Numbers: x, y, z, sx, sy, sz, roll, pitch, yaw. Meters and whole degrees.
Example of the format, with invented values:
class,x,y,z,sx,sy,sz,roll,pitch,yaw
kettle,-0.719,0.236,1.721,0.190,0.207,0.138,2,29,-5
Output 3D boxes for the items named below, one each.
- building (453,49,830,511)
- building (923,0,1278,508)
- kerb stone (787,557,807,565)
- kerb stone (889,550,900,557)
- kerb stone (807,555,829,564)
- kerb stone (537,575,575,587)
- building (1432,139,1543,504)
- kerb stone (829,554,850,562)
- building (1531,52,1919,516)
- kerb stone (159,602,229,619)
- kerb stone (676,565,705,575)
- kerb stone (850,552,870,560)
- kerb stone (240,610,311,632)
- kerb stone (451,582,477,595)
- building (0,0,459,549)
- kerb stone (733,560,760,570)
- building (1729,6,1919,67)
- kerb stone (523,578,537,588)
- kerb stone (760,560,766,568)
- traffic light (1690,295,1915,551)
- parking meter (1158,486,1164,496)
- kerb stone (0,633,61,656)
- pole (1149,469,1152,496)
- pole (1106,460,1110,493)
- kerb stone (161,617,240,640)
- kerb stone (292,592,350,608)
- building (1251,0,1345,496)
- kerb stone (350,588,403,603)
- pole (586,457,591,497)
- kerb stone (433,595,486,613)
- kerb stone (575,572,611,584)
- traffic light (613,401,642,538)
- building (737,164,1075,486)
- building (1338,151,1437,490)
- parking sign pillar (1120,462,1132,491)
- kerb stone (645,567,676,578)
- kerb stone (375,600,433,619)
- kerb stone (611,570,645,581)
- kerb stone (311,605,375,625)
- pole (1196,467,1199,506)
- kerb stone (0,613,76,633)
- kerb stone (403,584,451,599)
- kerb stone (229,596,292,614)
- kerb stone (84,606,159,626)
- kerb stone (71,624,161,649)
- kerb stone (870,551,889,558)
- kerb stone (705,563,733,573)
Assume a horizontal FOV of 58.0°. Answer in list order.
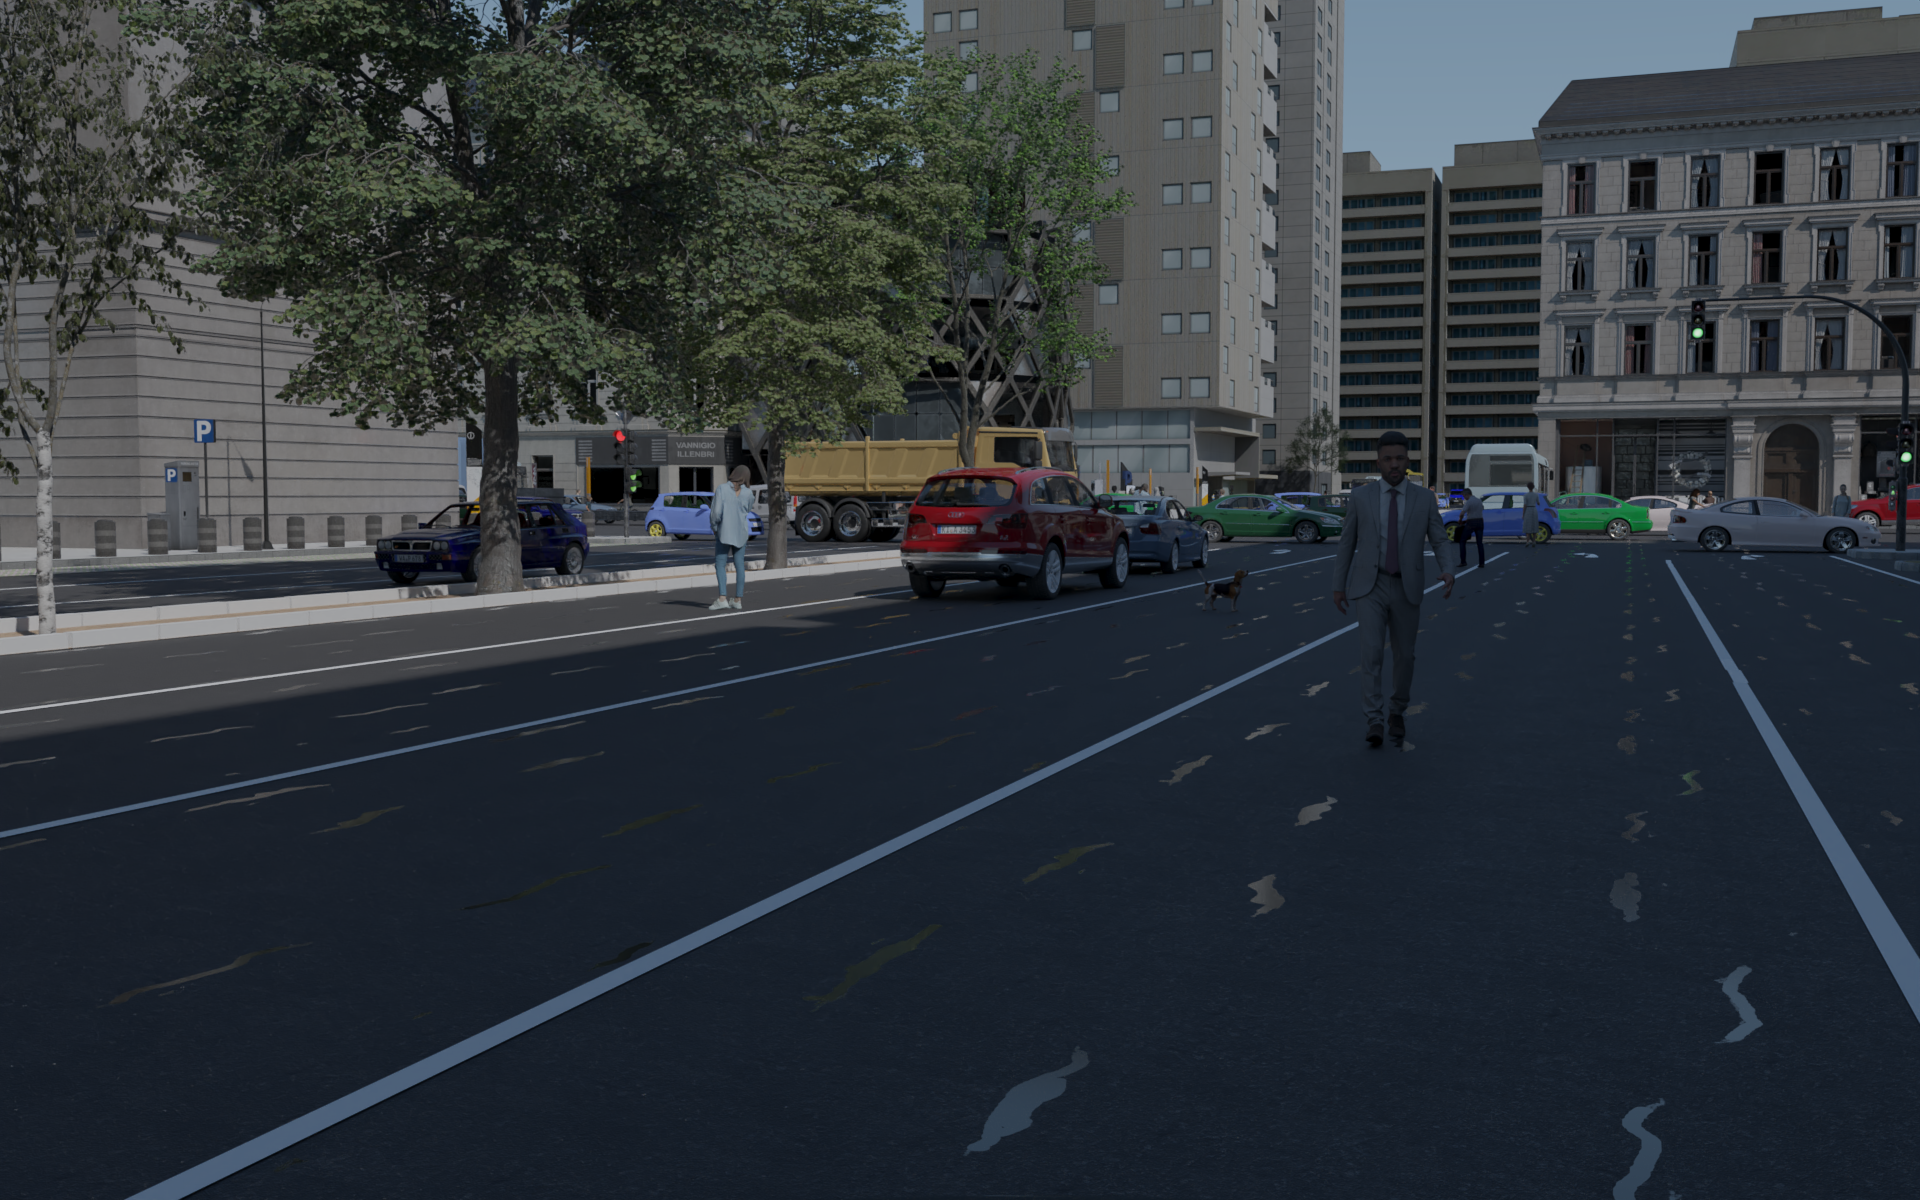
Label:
class,x,y,z,sx,sy,sz,roll,pitch,yaw
building,-31.195,-20.358,109.265,44.131,29.872,17.030,1,4,21
building,13.900,-34.971,161.022,28.713,52.752,27.495,1,4,21
kerb stone,-3.372,-0.752,34.567,0.120,0.150,1.000,1,4,21
kerb stone,-1.519,-1.047,39.363,0.120,0.150,1.000,1,4,21
kerb stone,-3.000,-0.812,35.525,0.120,0.150,1.000,1,4,21
kerb stone,-6.348,-0.286,26.868,0.120,0.150,1.000,1,4,21
building,78.129,-37.632,238.991,21.600,48.544,21.300,1,4,21
kerb stone,-2.625,-0.871,36.483,0.120,0.150,1.000,1,4,21
building,29.109,-14.143,82.154,40.483,20.767,10.553,1,4,21
kerb stone,-8.946,0.127,20.125,0.120,0.150,1.000,1,4,21
kerb stone,-4.862,-0.519,30.715,0.120,0.150,1.000,1,4,21
kerb stone,-2.262,-0.933,37.444,0.120,0.150,1.000,1,4,21
kerb stone,-7.346,0.229,18.448,0.120,0.150,1.000,1,4,21
kerb stone,-7.088,-0.165,24.946,0.120,0.150,1.000,1,4,21
building,-27.642,-12.682,49.145,24.055,21.916,13.314,1,4,21
kerb stone,-4.112,-0.636,32.631,0.120,0.150,1.000,1,4,21
building,87.202,-33.468,170.900,21.300,48.544,21.600,1,4,21
kerb stone,-6.708,-0.226,25.904,0.120,0.150,1.000,1,4,21
kerb stone,-3.746,-0.698,33.600,0.120,0.150,1.000,1,4,21
traffic light,19.207,-3.970,39.585,4.771,5.953,1.251,1,4,21
parking meter,14.905,-7.494,128.240,0.255,1.863,0.399,-3,5,-40
kerb stone,-8.469,0.410,15.541,0.120,0.150,1.000,1,4,21
pole,15.234,-8.863,138.745,0.158,3.312,0.155,0,3,0
pole,8.862,-6.722,103.750,0.158,3.312,0.155,0,3,0
kerb stone,-7.723,0.288,17.485,0.120,0.150,1.000,1,4,21
kerb stone,-8.199,0.009,22.055,0.120,0.150,1.000,1,4,21
building,30.860,-46.145,192.722,20.611,71.187,20.563,1,4,21
kerb stone,-7.823,-0.049,23.020,0.120,0.150,1.000,1,4,21
pole,-20.486,-6.217,95.493,0.158,3.312,0.155,0,3,0
kerb stone,-6.229,0.055,21.329,0.120,0.150,1.000,1,4,21
kerb stone,-5.973,-0.344,27.827,0.120,0.150,1.000,1,4,21
traffic light,-9.803,-3.790,50.879,0.839,4.253,0.868,1,4,21
building,-2.107,-14.126,98.404,16.811,18.784,16.820,1,4,21
building,57.391,-38.136,247.229,21.600,48.544,21.300,1,4,21
parking sign pillar,13.932,-9.571,144.950,1.447,3.967,1.447,3,4,36
kerb stone,-5.229,-0.458,29.755,0.120,0.150,1.000,1,4,21
kerb stone,-6.604,0.112,20.370,0.120,0.150,1.000,1,4,21
kerb stone,-5.600,-0.397,28.795,0.120,0.150,1.000,1,4,21
kerb stone,-6.976,0.171,19.407,0.120,0.150,1.000,1,4,21
pole,17.998,-8.409,131.334,0.158,3.312,0.155,0,3,0
kerb stone,-9.691,0.247,18.190,0.120,0.150,1.000,1,4,21
kerb stone,-7.456,-0.109,23.985,0.120,0.150,1.000,1,4,21
kerb stone,-8.572,0.074,21.095,0.120,0.150,1.000,1,4,21
kerb stone,-9.327,0.191,19.154,0.120,0.150,1.000,1,4,21
kerb stone,-8.088,0.347,16.517,0.120,0.150,1.000,1,4,21
kerb stone,-1.890,-0.991,38.404,0.120,0.150,1.000,1,4,21
kerb stone,-4.486,-0.580,31.672,0.120,0.150,1.000,1,4,21
